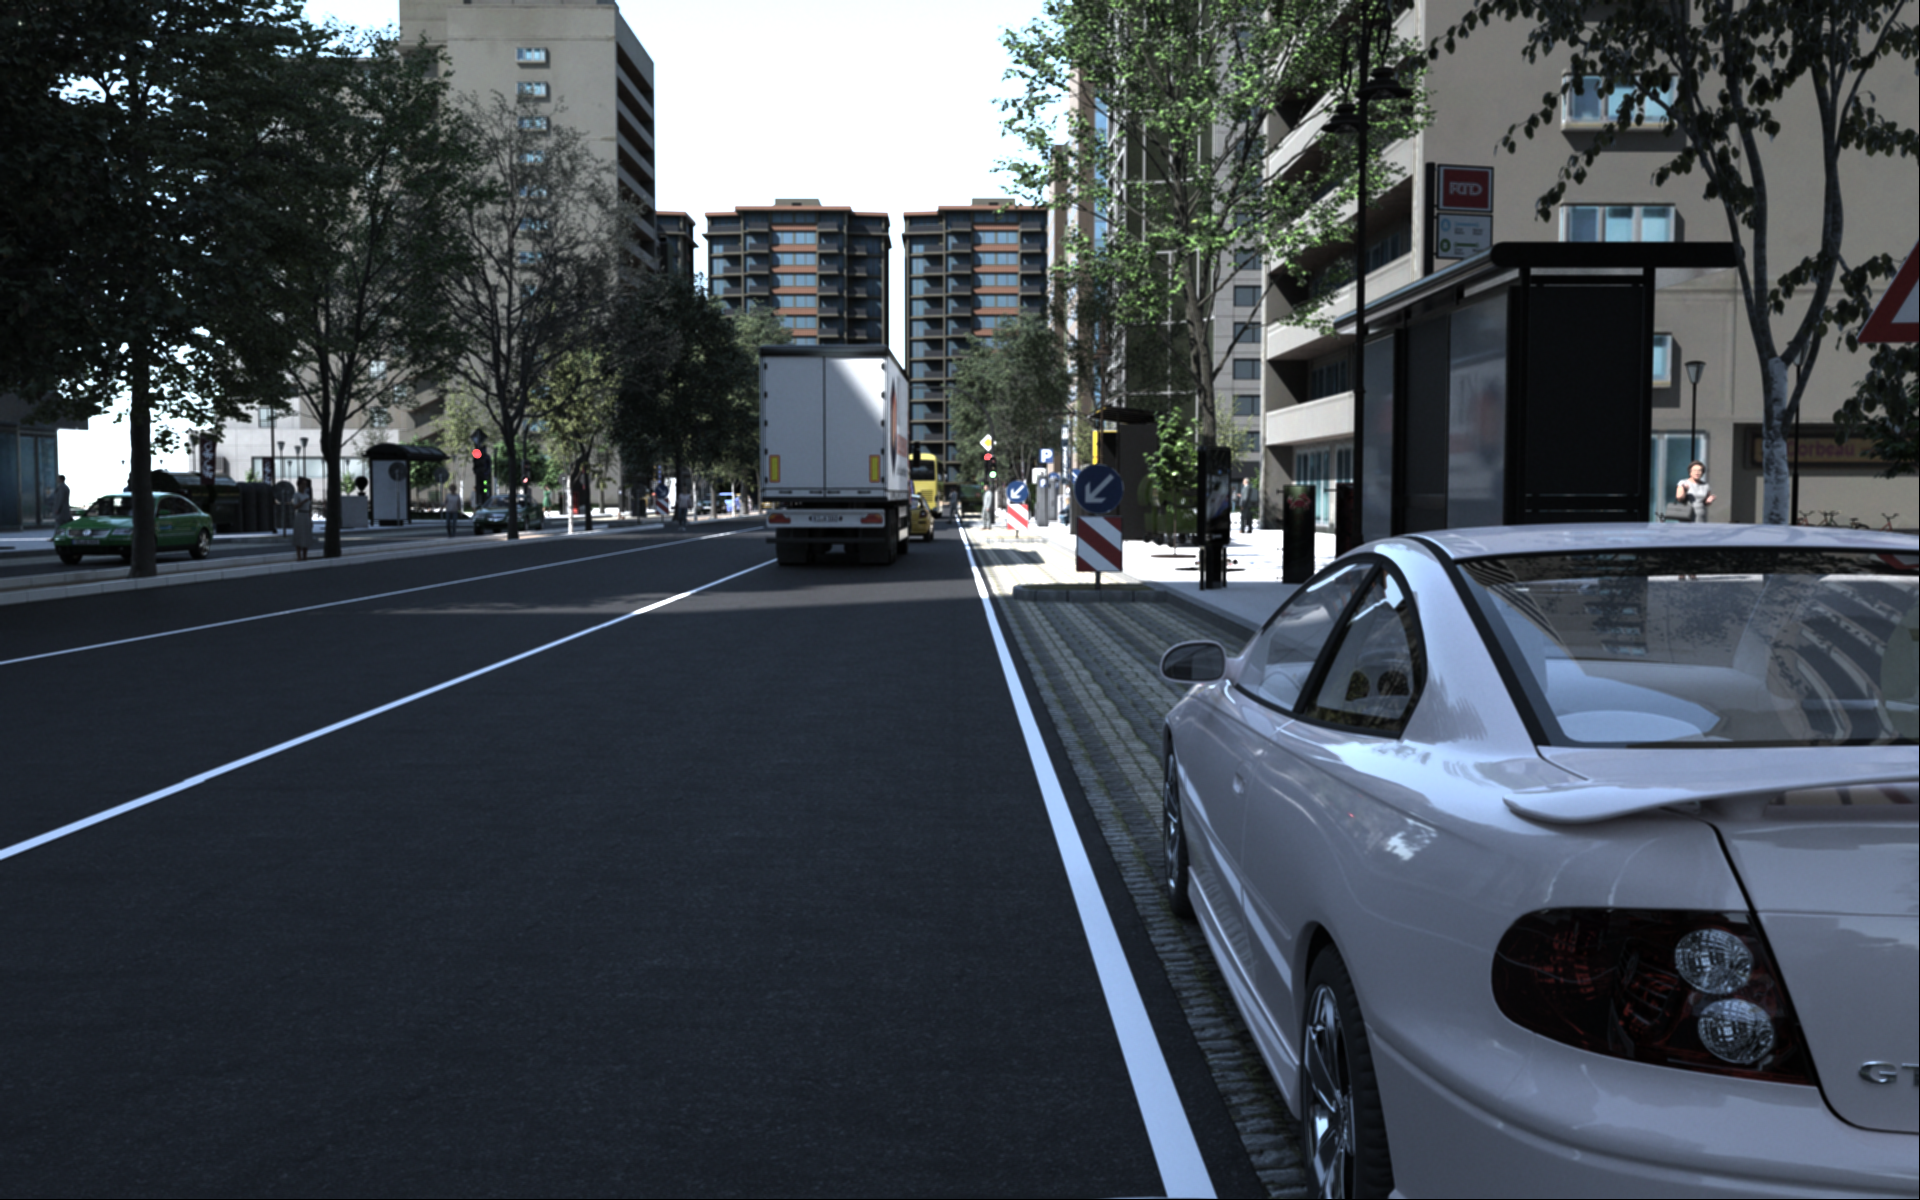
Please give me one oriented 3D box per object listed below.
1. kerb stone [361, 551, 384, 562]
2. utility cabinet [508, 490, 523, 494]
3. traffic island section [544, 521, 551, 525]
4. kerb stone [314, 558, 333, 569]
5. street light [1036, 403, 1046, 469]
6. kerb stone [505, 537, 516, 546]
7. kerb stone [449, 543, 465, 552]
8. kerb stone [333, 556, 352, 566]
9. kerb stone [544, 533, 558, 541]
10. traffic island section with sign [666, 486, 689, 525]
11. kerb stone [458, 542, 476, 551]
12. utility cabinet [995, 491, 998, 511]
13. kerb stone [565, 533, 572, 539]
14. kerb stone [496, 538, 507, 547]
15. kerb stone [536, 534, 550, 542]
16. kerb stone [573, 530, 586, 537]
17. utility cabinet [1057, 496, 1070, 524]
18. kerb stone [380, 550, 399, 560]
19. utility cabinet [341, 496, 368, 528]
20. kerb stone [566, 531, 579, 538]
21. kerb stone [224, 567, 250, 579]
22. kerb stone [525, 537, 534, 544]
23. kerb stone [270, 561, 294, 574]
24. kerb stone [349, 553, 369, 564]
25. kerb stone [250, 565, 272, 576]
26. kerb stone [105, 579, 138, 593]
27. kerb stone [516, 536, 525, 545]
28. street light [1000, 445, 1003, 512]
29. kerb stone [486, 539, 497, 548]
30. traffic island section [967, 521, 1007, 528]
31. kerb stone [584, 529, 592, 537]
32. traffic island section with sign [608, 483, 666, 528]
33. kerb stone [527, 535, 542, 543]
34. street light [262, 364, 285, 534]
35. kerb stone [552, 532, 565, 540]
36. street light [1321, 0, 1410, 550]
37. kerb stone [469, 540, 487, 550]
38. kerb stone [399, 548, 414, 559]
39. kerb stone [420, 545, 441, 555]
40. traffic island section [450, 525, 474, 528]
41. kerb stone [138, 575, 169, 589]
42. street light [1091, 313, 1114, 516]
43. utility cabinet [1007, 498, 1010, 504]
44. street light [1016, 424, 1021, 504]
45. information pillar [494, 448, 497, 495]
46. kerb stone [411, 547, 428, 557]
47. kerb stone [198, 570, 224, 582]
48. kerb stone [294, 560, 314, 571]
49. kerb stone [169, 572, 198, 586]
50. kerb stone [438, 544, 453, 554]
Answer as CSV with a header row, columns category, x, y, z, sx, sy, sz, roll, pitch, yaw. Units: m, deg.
category,x,y,z,sx,sy,sz,roll,pitch,yaw
kerb stone,-12.499,-0.892,36.775,0.120,0.150,1.000,0,4,0
utility cabinet,-24.515,-5.361,96.331,1.173,1.500,0.318,1,4,15
traffic island section,-20.397,-3.612,81.337,2.009,0.180,2.903,0,4,0
kerb stone,-12.483,-0.703,33.697,0.120,0.150,1.000,0,4,0
street light,3.406,-6.113,72.741,0.468,5.910,1.993,0,4,0
kerb stone,-12.572,-1.577,48.039,0.120,0.150,1.000,0,4,0
kerb stone,-12.537,-1.264,42.927,0.120,0.150,1.000,0,4,0
kerb stone,-12.481,-0.766,34.719,0.120,0.150,1.000,0,4,0
kerb stone,-12.602,-1.895,53.176,0.120,0.150,1.000,0,4,0
traffic island section with sign,-13.820,-4.459,81.035,2.006,1.907,1.989,0,4,0
kerb stone,-12.548,-1.328,43.949,0.120,0.150,1.000,0,4,0
utility cabinet,2.604,-7.284,127.770,0.318,1.500,1.173,0,4,-1
kerb stone,-12.616,-2.018,55.225,0.120,0.150,1.000,0,4,0
kerb stone,-12.568,-1.518,47.017,0.120,0.150,1.000,0,4,0
kerb stone,-12.589,-1.830,52.147,0.120,0.150,1.000,0,4,0
kerb stone,-12.630,-2.145,57.272,0.120,0.150,1.000,0,4,0
utility cabinet,4.668,-3.828,73.755,1.020,1.237,0.306,0,4,7
kerb stone,-12.511,-0.954,37.798,0.120,0.150,1.000,0,4,0
utility cabinet,-22.845,-3.306,65.220,1.020,1.237,0.306,-2,4,-30
kerb stone,-12.625,-2.083,56.247,0.120,0.150,1.000,0,4,0
kerb stone,-12.447,-0.453,29.595,0.120,0.150,1.000,0,4,0
kerb stone,-12.587,-1.705,50.093,0.120,0.150,1.000,0,4,0
kerb stone,-12.462,-0.578,31.639,0.120,0.150,1.000,0,4,0
kerb stone,-12.484,-0.827,35.745,0.120,0.150,1.000,0,4,0
kerb stone,-12.458,-0.515,30.617,0.120,0.150,1.000,0,4,0
kerb stone,-12.430,-0.201,25.490,0.120,0.150,1.000,0,4,0
kerb stone,-12.575,-1.643,49.066,0.120,0.150,1.000,0,4,0
street light,3.055,-9.445,127.214,0.468,5.910,1.993,0,4,0
kerb stone,-12.552,-1.456,45.995,0.120,0.150,1.000,0,4,0
traffic island section,1.344,-3.620,81.472,2.009,0.180,2.903,0,4,0
kerb stone,-12.639,-2.204,58.300,0.120,0.150,1.000,0,4,0
traffic island section with sign,-13.781,-4.006,73.628,2.006,1.907,1.989,0,4,0
kerb stone,-12.602,-1.768,51.122,0.120,0.150,1.000,0,4,0
street light,-22.255,-5.095,56.088,0.468,5.910,1.993,0,4,0
kerb stone,-12.601,-1.956,54.198,0.120,0.150,1.000,0,4,0
street light,3.727,-2.650,16.118,0.468,5.910,1.993,0,4,0
kerb stone,-12.551,-1.393,44.971,0.120,0.150,1.000,0,4,0
kerb stone,-12.516,-1.015,38.820,0.120,0.150,1.000,0,4,0
kerb stone,-12.522,-1.140,40.883,0.120,0.150,1.000,0,4,0
traffic island section,-20.345,-3.124,73.352,2.009,0.180,2.903,0,4,0
kerb stone,-12.433,-0.264,26.523,0.120,0.150,1.000,0,4,0
street light,3.643,-4.382,44.430,0.468,5.910,1.993,0,4,0
utility cabinet,3.525,-6.287,113.953,0.306,1.237,1.020,-3,4,-38
street light,3.297,-7.713,98.903,0.468,5.910,1.993,0,4,0
information pillar,-23.614,-5.918,88.116,0.183,3.616,0.504,0,4,-8
kerb stone,-12.516,-1.080,39.855,0.120,0.150,1.000,0,4,0
kerb stone,-12.448,-0.390,28.573,0.120,0.150,1.000,0,4,0
kerb stone,-12.471,-0.637,32.672,0.120,0.150,1.000,0,4,0
kerb stone,-12.439,-0.327,27.548,0.120,0.150,1.000,0,4,0
kerb stone,-12.529,-1.205,41.905,0.120,0.150,1.000,0,4,0
